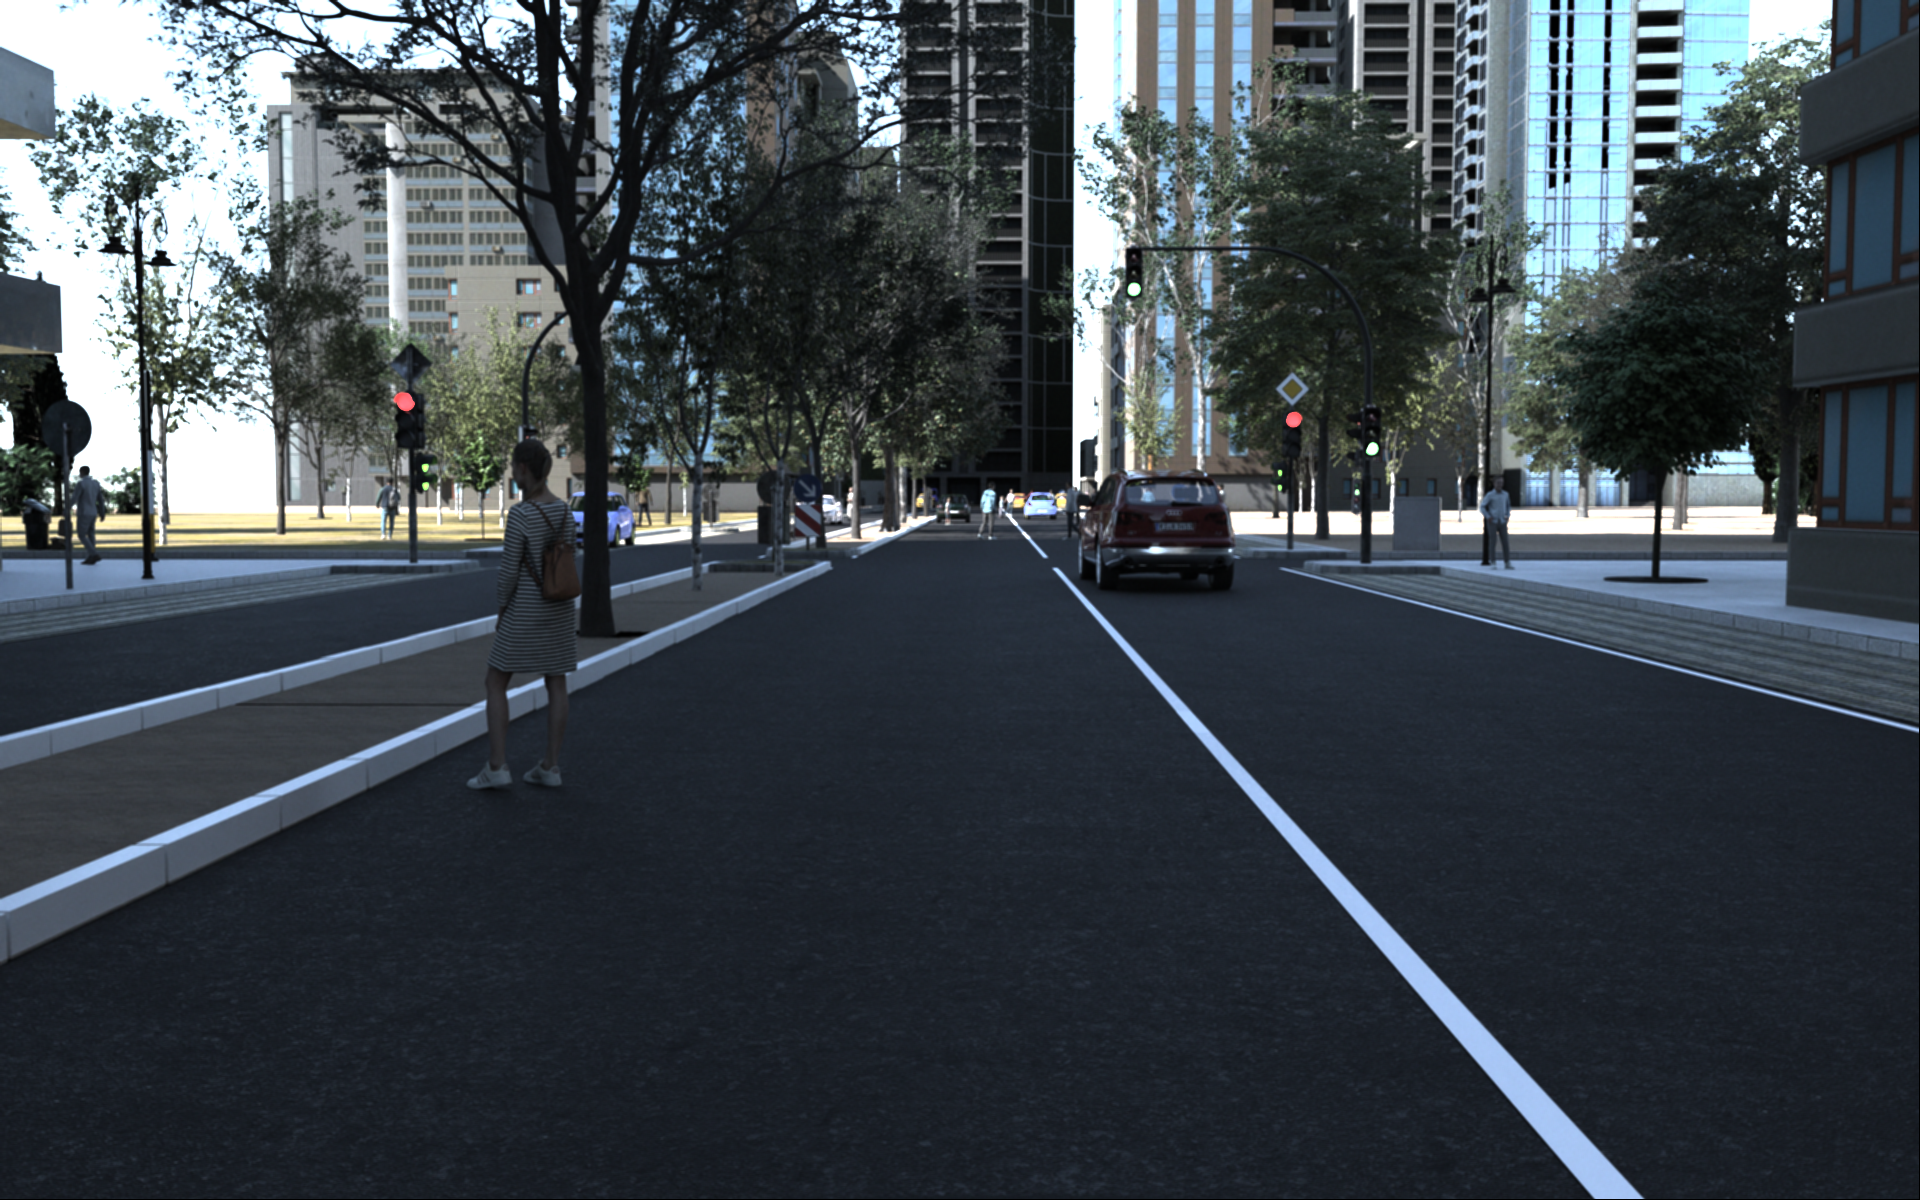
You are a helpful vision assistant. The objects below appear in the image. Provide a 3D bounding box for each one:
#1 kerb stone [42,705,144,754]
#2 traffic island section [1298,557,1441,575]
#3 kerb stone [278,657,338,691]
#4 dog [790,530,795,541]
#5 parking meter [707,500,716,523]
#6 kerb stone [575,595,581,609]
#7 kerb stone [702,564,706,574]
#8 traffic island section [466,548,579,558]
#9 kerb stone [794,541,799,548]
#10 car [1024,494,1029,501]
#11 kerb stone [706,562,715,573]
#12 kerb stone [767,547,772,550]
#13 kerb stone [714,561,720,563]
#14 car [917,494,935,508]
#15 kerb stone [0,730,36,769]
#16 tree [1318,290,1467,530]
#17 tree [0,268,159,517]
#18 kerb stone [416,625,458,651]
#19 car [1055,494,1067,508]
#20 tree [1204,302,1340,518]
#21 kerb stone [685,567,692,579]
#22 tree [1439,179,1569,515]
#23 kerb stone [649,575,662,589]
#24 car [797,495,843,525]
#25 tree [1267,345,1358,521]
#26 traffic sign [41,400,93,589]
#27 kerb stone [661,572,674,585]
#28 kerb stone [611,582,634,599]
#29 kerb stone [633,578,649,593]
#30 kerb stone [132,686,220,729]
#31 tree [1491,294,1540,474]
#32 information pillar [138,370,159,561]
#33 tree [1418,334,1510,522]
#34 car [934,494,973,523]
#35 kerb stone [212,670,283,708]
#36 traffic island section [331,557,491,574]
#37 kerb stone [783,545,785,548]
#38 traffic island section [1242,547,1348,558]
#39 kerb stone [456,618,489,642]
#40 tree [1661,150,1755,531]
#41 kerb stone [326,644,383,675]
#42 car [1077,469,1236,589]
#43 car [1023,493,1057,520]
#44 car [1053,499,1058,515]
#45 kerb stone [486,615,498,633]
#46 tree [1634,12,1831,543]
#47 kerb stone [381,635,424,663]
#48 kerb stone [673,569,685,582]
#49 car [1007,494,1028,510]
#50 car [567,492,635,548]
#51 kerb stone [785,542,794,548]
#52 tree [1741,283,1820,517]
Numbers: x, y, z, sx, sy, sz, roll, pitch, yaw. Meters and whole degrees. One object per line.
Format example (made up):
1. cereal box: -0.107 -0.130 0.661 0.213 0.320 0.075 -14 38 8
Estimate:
1. kerb stone: -5.006 0.751 9.945 0.120 0.150 1.000 0 4 1
2. traffic island section: 7.518 -0.597 32.043 2.009 0.180 2.903 0 4 1
3. kerb stone: -4.945 0.567 13.024 0.120 0.150 1.000 0 4 1
4. dog: -4.973 -1.902 50.383 0.540 0.507 0.406 1 4 15
5. parking meter: -11.148 -4.240 77.735 0.372 1.533 0.369 0 3 0
6. kerb stone: -4.800 -0.003 22.246 0.120 0.150 1.000 0 4 1
7. kerb stone: -4.659 -0.504 30.437 0.120 0.150 1.000 0 4 1
8. traffic island section: -10.087 -1.104 40.329 2.009 0.180 2.903 0 4 1
9. kerb stone: -4.406 -1.414 45.373 0.120 0.150 1.000 0 4 1
10. car: 6.163 -10.462 180.086 2.155 1.783 4.494 0 4 -1
11. kerb stone: -4.637 -0.567 31.459 0.120 0.150 1.000 0 4 1
12. kerb stone: -4.475 -1.167 41.274 0.120 0.150 1.000 0 4 1
13. kerb stone: -4.624 -0.629 32.485 0.120 0.150 1.000 0 4 1
14. car: -3.502 -10.055 174.627 2.015 1.641 3.980 0 4 3
15. kerb stone: -5.017 0.812 8.923 0.120 0.150 1.000 0 4 1
16. tree: 15.634 -6.796 61.472 4.737 8.622 4.395 0 3 0
17. tree: -56.724 -12.387 104.345 13.155 14.587 18.604 0 4 -6
18. kerb stone: -4.904 0.373 16.093 0.120 0.150 1.000 0 4 1
19. car: 9.452 -9.176 160.257 2.015 1.641 3.980 0 4 0
20. tree: 16.708 -10.164 91.937 9.928 11.665 9.643 0 3 0
21. kerb stone: -4.677 -0.441 29.407 0.120 0.150 1.000 0 4 1
22. tree: 31.876 -15.356 106.960 12.611 20.169 13.585 0 3 0
23. kerb stone: -4.728 -0.254 26.341 0.120 0.150 1.000 0 4 1
24. car: -6.569 -4.216 81.286 2.083 1.381 4.827 0 4 2
25. tree: 17.363 -8.156 83.714 4.360 8.622 3.978 0 3 0
26. traffic sign: -12.058 -1.423 23.379 0.768 2.556 0.104 1 4 10
27. kerb stone: -4.712 -0.316 27.363 0.120 0.150 1.000 0 4 1
28. kerb stone: -4.776 -0.127 24.293 0.120 0.150 1.000 0 4 1
29. kerb stone: -4.744 -0.191 25.319 0.120 0.150 1.000 0 4 1
30. kerb stone: -4.988 0.688 10.967 0.120 0.150 1.000 0 4 1
31. tree: 32.928 -11.305 91.499 9.857 13.997 8.962 0 3 0
32. information pillar: -15.524 -2.551 33.057 0.183 3.616 0.504 -3 5 -42
33. tree: 22.677 -7.819 78.206 4.360 8.622 3.978 0 3 0
34. car: -0.336 -4.750 87.445 2.009 1.686 4.222 0 3 0
35. kerb stone: -4.968 0.629 11.992 0.120 0.150 1.000 0 4 1
36. traffic island section: -10.221 -0.616 32.345 2.009 0.180 2.903 0 4 1
37. kerb stone: -4.458 -1.229 42.296 0.120 0.150 1.000 0 4 1
38. traffic island section: 7.652 -1.085 40.027 2.009 0.180 2.903 0 4 1
39. kerb stone: -4.883 0.310 17.123 0.120 0.150 1.000 0 4 1
40. tree: 25.345 -9.179 60.442 12.009 13.543 11.850 0 3 0
41. kerb stone: -4.938 0.498 14.046 0.120 0.150 1.000 0 4 1
42. car: 3.051 -1.156 27.575 2.281 1.827 5.304 0 4 -1
43. car: 4.505 -5.362 97.264 1.945 1.707 3.694 0 4 0
44. car: 5.967 -6.963 122.640 1.959 1.807 4.718 0 4 1
45. kerb stone: -4.866 0.248 18.144 0.120 0.150 1.000 0 4 1
46. tree: 21.896 -8.503 45.685 9.857 13.997 8.962 0 3 0
47. kerb stone: -4.911 0.439 15.068 0.120 0.150 1.000 0 4 1
48. kerb stone: -4.696 -0.379 28.385 0.120 0.150 1.000 0 4 1
49. car: 5.145 -8.863 155.125 2.015 1.641 3.980 0 4 2
50. car: -9.872 -2.274 46.766 1.945 1.707 3.694 0 4 -1
51. kerb stone: -4.419 -1.355 44.344 0.120 0.150 1.000 0 4 1
52. tree: 51.879 -12.254 102.181 13.155 14.587 18.604 -1 4 -12
